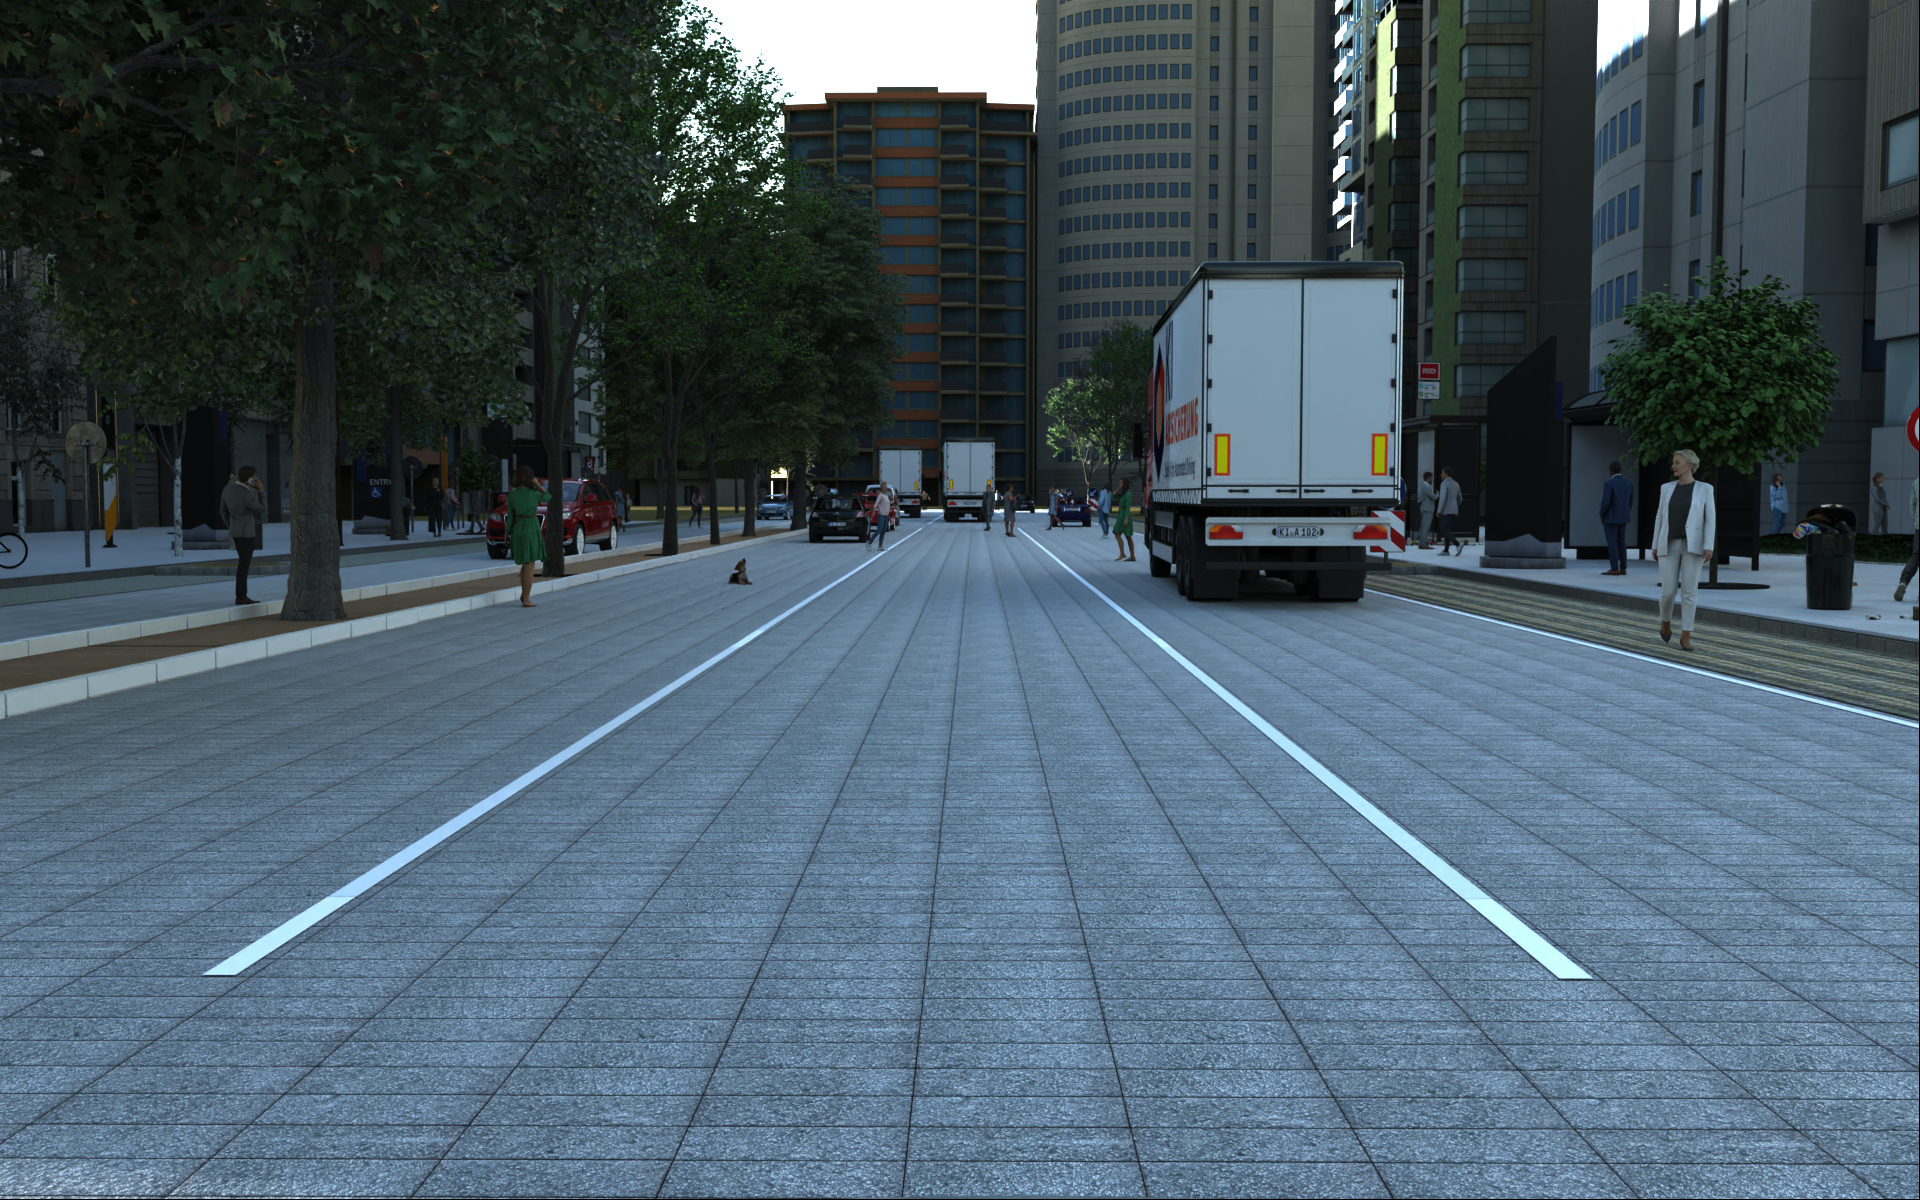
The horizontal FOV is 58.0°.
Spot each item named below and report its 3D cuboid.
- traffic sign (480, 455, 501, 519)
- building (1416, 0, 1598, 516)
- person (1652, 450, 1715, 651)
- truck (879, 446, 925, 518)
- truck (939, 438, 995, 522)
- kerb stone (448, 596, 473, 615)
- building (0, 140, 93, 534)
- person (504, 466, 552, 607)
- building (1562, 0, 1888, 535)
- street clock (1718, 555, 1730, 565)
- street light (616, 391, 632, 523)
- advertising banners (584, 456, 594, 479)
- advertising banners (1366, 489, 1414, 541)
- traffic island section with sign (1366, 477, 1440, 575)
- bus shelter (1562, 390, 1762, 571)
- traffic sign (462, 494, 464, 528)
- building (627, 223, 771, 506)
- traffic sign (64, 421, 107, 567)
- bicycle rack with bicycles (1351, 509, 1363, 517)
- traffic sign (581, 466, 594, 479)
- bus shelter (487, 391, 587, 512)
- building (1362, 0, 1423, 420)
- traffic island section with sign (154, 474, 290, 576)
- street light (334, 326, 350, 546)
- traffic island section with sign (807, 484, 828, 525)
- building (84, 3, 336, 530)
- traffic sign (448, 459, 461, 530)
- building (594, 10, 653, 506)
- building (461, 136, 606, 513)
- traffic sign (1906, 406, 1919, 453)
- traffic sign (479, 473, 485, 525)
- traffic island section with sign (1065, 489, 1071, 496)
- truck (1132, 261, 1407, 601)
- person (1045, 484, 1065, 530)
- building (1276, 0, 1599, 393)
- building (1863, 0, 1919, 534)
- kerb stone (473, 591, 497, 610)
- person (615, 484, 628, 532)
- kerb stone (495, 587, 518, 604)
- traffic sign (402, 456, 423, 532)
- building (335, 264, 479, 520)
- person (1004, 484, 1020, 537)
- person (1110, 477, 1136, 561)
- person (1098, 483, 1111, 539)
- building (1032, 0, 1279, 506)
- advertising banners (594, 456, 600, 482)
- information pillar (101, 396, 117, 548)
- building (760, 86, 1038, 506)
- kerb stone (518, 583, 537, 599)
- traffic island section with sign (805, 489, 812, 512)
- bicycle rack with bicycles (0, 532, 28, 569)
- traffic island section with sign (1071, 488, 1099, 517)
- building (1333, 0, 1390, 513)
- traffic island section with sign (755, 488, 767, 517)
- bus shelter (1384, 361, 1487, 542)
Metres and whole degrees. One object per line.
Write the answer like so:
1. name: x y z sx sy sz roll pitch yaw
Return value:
1. traffic sign: -15.265 -3.428 56.161 0.768 2.556 0.104 0 4 7
2. building: 31.107 -24.806 89.181 14.154 41.232 14.086 0 4 1
3. person: 6.686 -0.468 16.036 0.514 1.842 0.818 1 4 16
4. truck: -3.612 -7.245 107.369 2.839 4.237 11.283 0 4 -1
5. truck: 0.362 -6.286 91.683 2.839 4.237 11.283 0 4 -1
6. kerb stone: -6.100 0.083 20.857 0.120 0.150 1.000 0 4 1
7. building: -36.315 -15.348 48.197 12.463 27.353 25.104 0 4 1
8. person: -5.547 -0.817 22.100 0.600 1.795 0.529 0 4 1
9. building: 34.582 -31.790 61.766 21.231 58.520 28.212 0 4 1
10. street clock: 13.924 -1.650 31.552 0.358 2.002 0.471 1 4 12
11. street light: -14.998 -6.412 77.631 0.468 5.910 1.993 0 4 1
12. advertising banners: -17.916 -5.144 80.298 2.074 3.025 0.090 -1 4 -9
13. advertising banners: 11.151 -3.067 46.331 2.074 3.025 0.090 -1 4 -8
14. traffic island section with sign: 7.465 -1.394 31.425 1.989 1.847 2.006 0 4 1
15. bus shelter: 12.641 -2.292 31.404 2.014 3.302 5.546 0 4 0
16. traffic sign: -18.744 -3.985 65.266 0.768 2.556 0.104 0 4 2
17. building: -28.064 -25.377 186.613 14.107 30.474 14.160 0 4 1
18. traffic sign: -15.283 -1.845 30.274 0.768 2.556 0.104 0 4 4
19. bicycle rack with bicycles: 12.231 -2.845 59.893 2.852 0.926 2.925 -2 4 -35
20. traffic sign: -17.181 -4.855 79.480 0.768 2.556 0.104 0 4 8
21. bus shelter: -16.669 -5.518 67.858 2.179 5.291 8.768 0 4 1
22. building: 31.305 -20.316 103.861 14.160 30.474 14.107 0 4 1
23. traffic island section with sign: -13.068 -1.377 31.137 1.989 1.847 2.006 0 4 1
24. street light: -15.300 -4.269 42.584 0.468 5.910 1.993 0 4 1
25. traffic island section with sign: -6.587 -4.473 81.271 2.006 1.907 1.989 0 4 1
26. building: -35.700 -15.507 71.569 12.078 24.808 19.932 0 4 1
27. traffic sign: -18.118 -3.815 62.476 0.768 2.556 0.104 1 4 10
28. building: -45.396 -45.886 188.491 20.611 71.187 20.563 0 4 1
29. building: -35.654 -22.280 135.979 14.107 30.474 14.160 0 4 1
30. traffic sign: 13.286 -1.441 23.669 0.768 2.556 0.104 0 4 7
31. traffic sign: -19.829 -4.401 72.069 0.768 2.556 0.104 0 4 5
32. traffic island section with sign: 8.412 -7.749 135.330 1.989 1.847 2.006 0 4 1
33. truck: 4.331 -2.297 26.473 2.839 4.237 11.283 0 4 2
34. person: 3.770 -3.679 68.744 0.778 1.811 0.616 0 4 7
35. building: 50.475 -39.474 187.402 28.212 58.520 21.231 0 4 1
36. building: 37.412 -27.119 32.638 27.495 52.752 28.713 0 4 1
37. kerb stone: -6.087 0.024 21.882 0.120 0.150 1.000 0 4 1
38. person: -12.705 -3.449 64.985 0.616 1.811 0.778 -3 5 -40
39. kerb stone: -6.077 -0.043 22.907 0.120 0.150 1.000 0 4 1
40. traffic sign: -18.329 -3.536 57.916 0.768 2.556 0.104 0 4 6
41. building: -39.992 -27.003 96.124 22.147 44.769 28.867 0 4 1
42. person: 1.773 -3.017 58.178 0.532 1.782 0.716 -1 4 -18
43. person: 3.517 -1.716 36.808 0.529 1.795 0.600 -1 4 -18
44. person: 4.655 -2.863 55.568 0.793 1.790 0.793 0 4 7
45. building: 22.274 -39.555 188.721 28.212 58.520 21.231 0 4 1
46. advertising banners: -16.554 -5.137 80.177 0.090 3.025 2.074 0 4 0
47. information pillar: -20.432 -3.073 41.596 0.183 3.616 0.504 0 4 -1
48. building: -6.267 -32.694 189.173 28.867 44.769 22.147 0 4 1
49. kerb stone: -6.065 -0.106 23.929 0.120 0.150 1.000 0 4 1
50. traffic island section with sign: -12.099 -7.788 135.957 1.989 1.847 2.006 0 4 1
51. bicycle rack with bicycles: -17.408 -0.971 29.262 2.925 0.926 2.852 -2 4 -28
52. traffic island section with sign: 8.168 -6.101 108.375 1.989 1.847 2.006 0 4 1
53. building: 35.994 -49.729 125.734 22.319 86.520 31.000 0 4 1
54. traffic island section with sign: -12.354 -6.096 108.289 1.989 1.847 2.006 0 4 1
55. bus shelter: 13.489 -4.432 50.101 2.179 5.291 8.768 0 4 0
